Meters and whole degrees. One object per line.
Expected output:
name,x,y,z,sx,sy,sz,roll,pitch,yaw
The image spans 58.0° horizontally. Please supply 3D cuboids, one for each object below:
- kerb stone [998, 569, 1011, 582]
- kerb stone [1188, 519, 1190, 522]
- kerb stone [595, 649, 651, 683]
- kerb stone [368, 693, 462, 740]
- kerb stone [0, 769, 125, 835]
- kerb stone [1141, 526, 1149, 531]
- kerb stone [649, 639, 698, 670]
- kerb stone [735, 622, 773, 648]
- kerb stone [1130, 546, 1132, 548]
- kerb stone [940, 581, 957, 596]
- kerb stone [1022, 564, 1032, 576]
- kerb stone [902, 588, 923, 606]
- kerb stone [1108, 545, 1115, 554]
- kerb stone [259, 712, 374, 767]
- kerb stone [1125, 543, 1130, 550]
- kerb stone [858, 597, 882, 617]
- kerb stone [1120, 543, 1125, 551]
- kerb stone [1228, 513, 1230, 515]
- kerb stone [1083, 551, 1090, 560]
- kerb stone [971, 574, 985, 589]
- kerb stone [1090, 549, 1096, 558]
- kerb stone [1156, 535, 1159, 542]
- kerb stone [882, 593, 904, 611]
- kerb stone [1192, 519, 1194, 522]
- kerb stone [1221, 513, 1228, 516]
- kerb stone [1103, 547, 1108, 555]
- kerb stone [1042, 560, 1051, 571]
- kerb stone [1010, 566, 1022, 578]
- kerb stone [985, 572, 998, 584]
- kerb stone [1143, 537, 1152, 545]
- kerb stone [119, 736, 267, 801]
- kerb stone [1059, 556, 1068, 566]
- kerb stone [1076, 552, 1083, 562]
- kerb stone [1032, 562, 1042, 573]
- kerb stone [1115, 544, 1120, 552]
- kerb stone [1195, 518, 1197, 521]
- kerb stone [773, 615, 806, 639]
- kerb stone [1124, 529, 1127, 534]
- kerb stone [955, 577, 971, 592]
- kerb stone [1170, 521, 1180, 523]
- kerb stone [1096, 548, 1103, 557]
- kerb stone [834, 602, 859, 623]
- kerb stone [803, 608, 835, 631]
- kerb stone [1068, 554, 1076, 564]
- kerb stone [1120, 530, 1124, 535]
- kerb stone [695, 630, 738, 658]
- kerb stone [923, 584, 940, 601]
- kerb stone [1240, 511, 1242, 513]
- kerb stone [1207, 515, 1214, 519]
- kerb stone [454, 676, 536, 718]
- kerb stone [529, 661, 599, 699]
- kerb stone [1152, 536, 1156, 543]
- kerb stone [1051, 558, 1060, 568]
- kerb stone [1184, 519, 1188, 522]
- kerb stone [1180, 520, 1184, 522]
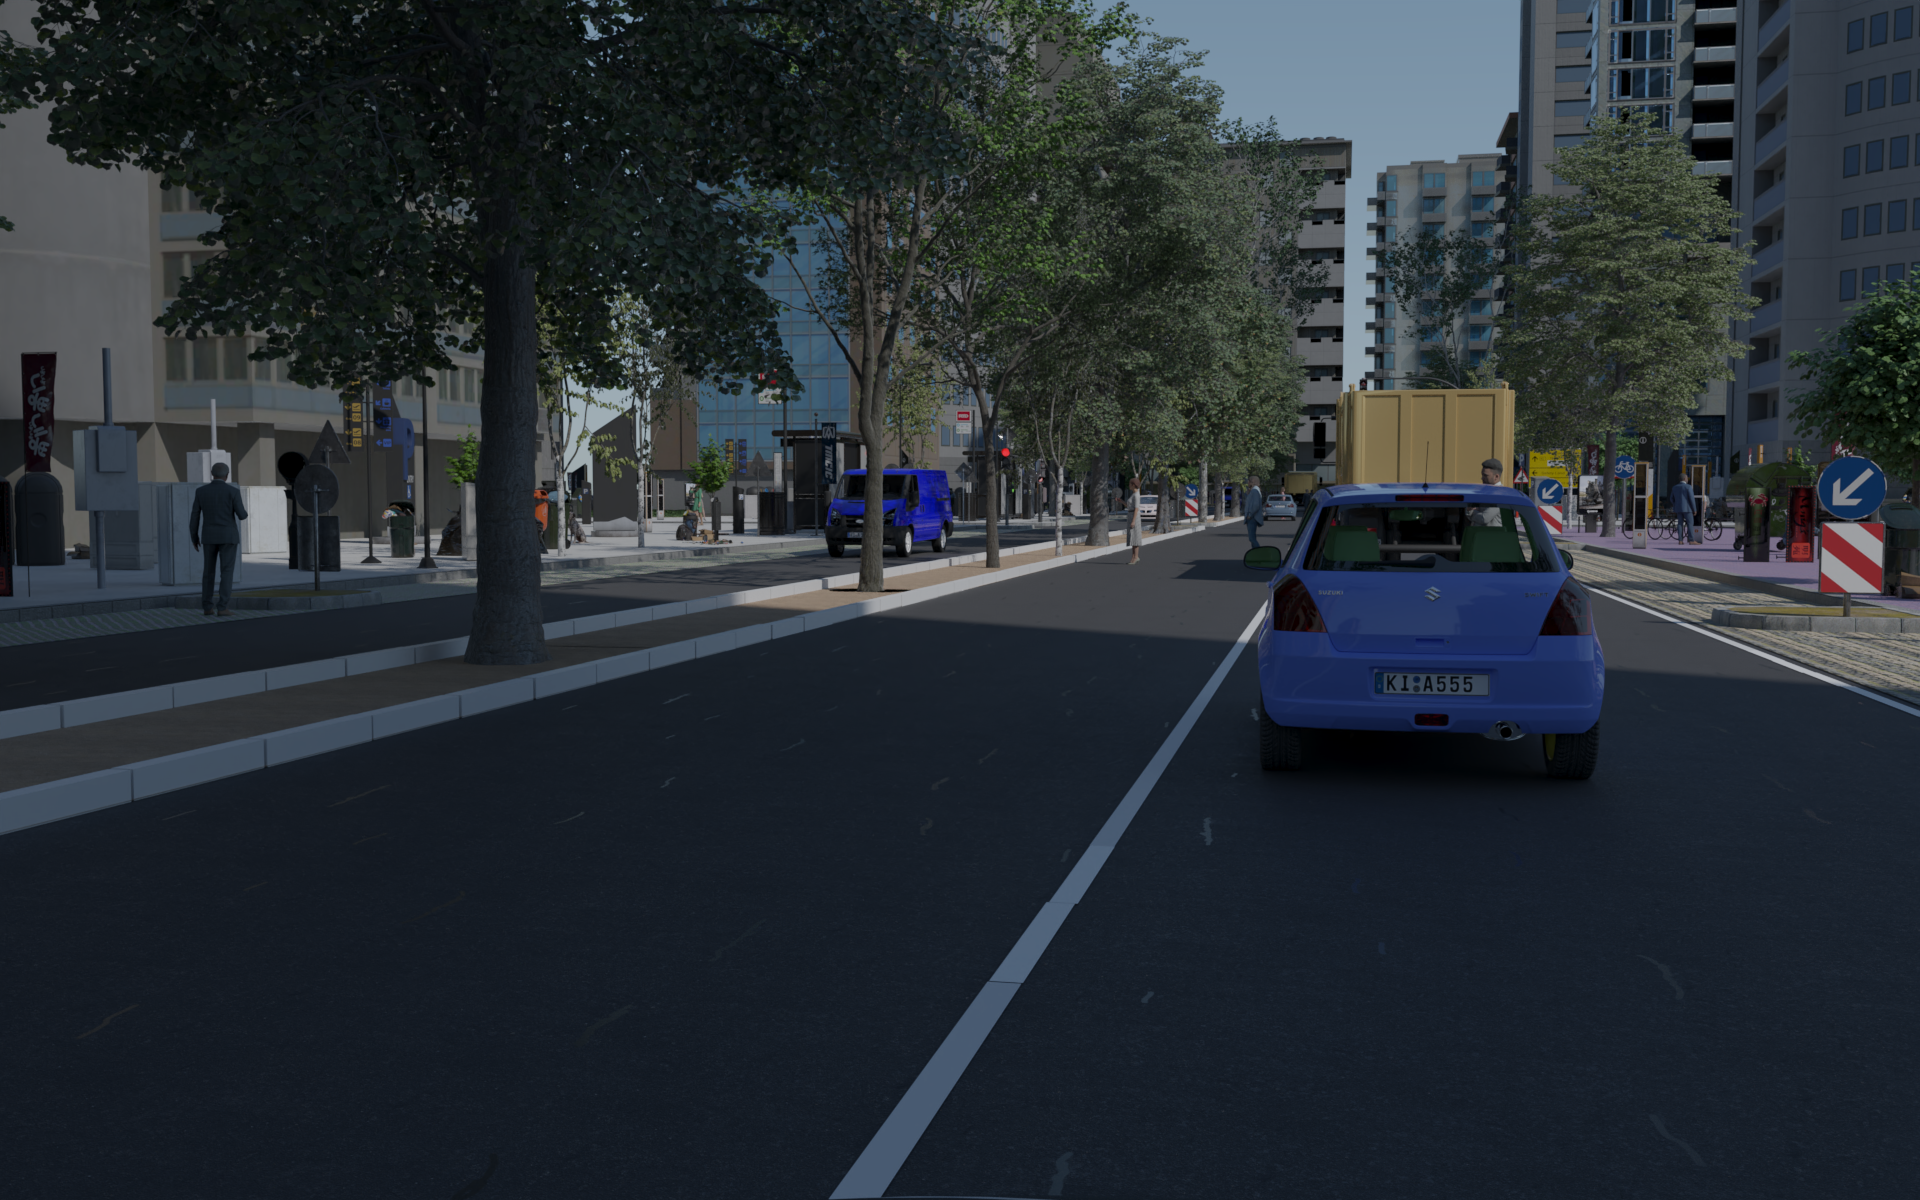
kerb stone,0.640,-0.386,28.617,0.120,0.150,1.000,1,4,12
kerb stone,11.134,-3.880,85.629,0.120,0.150,1.000,1,4,12
kerb stone,-2.695,0.526,13.592,0.120,0.150,1.000,1,4,12
kerb stone,-3.364,0.714,10.576,0.120,0.150,1.000,1,4,12
kerb stone,-4.023,0.894,7.582,0.120,0.150,1.000,1,4,12
kerb stone,7.246,-2.802,68.077,0.120,0.150,1.000,1,4,12
kerb stone,-2.472,0.465,14.589,0.120,0.150,1.000,1,4,12
kerb stone,-2.030,0.343,16.589,0.120,0.150,1.000,1,4,12
kerb stone,4.418,-1.430,45.637,0.120,0.150,1.000,1,4,12
kerb stone,-0.253,-0.145,24.603,0.120,0.150,1.000,1,4,12
kerb stone,1.083,-0.515,30.617,0.120,0.150,1.000,1,4,12
kerb stone,-0.690,-0.024,22.600,0.120,0.150,1.000,1,4,12
kerb stone,3.533,-1.188,41.629,0.120,0.150,1.000,1,4,12
kerb stone,-3.581,0.772,9.578,0.120,0.150,1.000,1,4,12
kerb stone,4.191,-1.372,44.637,0.120,0.150,1.000,1,4,12
kerb stone,-1.142,0.097,20.606,0.120,0.150,1.000,1,4,12
kerb stone,3.975,-1.311,43.638,0.120,0.150,1.000,1,4,12
kerb stone,18.028,-5.775,116.666,0.120,0.150,1.000,1,4,12
kerb stone,2.642,-0.938,37.631,0.120,0.150,1.000,1,4,12
kerb stone,0.189,-0.269,26.609,0.120,0.150,1.000,1,4,12
kerb stone,2.857,-1.005,38.630,0.120,0.150,1.000,1,4,12
kerb stone,5.750,-1.802,51.656,0.120,0.150,1.000,1,4,12
kerb stone,-0.918,0.036,21.603,0.120,0.150,1.000,1,4,12
kerb stone,11.588,-4.002,87.628,0.120,0.150,1.000,1,4,12
kerb stone,17.356,-5.594,113.662,0.120,0.150,1.000,1,4,12
kerb stone,3.295,-1.126,40.630,0.120,0.150,1.000,1,4,12
kerb stone,1.528,-0.634,32.626,0.120,0.150,1.000,1,4,12
kerb stone,0.860,-0.453,29.619,0.120,0.150,1.000,1,4,12
kerb stone,0.414,-0.331,27.615,0.120,0.150,1.000,1,4,12
kerb stone,5.306,-1.679,49.641,0.120,0.150,1.000,1,4,12
kerb stone,-3.806,0.833,8.580,0.120,0.150,1.000,1,4,12
kerb stone,1.975,-0.760,34.629,0.120,0.150,1.000,1,4,12
kerb stone,2.422,-0.881,36.633,0.120,0.150,1.000,1,4,12
kerb stone,1.310,-0.577,31.627,0.120,0.150,1.000,1,4,12
kerb stone,3.745,-1.250,42.636,0.120,0.150,1.000,1,4,12
kerb stone,12.021,-4.123,89.636,0.120,0.150,1.000,1,4,12
kerb stone,-1.800,0.289,17.600,0.120,0.150,1.000,1,4,12
kerb stone,5.696,-2.378,61.081,0.120,0.150,1.000,1,4,12
kerb stone,-0.031,-0.208,25.601,0.120,0.150,1.000,1,4,12
kerb stone,10.024,-3.574,80.626,0.120,0.150,1.000,1,4,12
kerb stone,3.089,-1.066,39.625,0.120,0.150,1.000,1,4,12
kerb stone,-1.361,0.158,19.607,0.120,0.150,1.000,1,4,12
kerb stone,-1.573,0.219,18.607,0.120,0.150,1.000,1,4,12
kerb stone,2.196,-0.821,35.630,0.120,0.150,1.000,1,4,12
kerb stone,5.474,-2.311,60.084,0.120,0.150,1.000,1,4,12
kerb stone,-2.247,0.404,15.586,0.120,0.150,1.000,1,4,12
kerb stone,-0.473,-0.086,23.599,0.120,0.150,1.000,1,4,12
kerb stone,22.246,-6.942,135.698,0.120,0.150,1.000,1,4,12
kerb stone,14.915,-4.920,102.640,0.120,0.150,1.000,1,4,12
kerb stone,-3.138,0.652,11.580,0.120,0.150,1.000,1,4,12
kerb stone,-2.911,0.587,12.592,0.120,0.150,1.000,1,4,12
kerb stone,5.532,-1.740,50.646,0.120,0.150,1.000,1,4,12
kerb stone,1.752,-0.692,33.632,0.120,0.150,1.000,1,4,12
kerb stone,10.919,-3.818,84.617,0.120,0.150,1.000,1,4,12
kerb stone,10.474,-3.696,82.621,0.120,0.150,1.000,1,4,12
